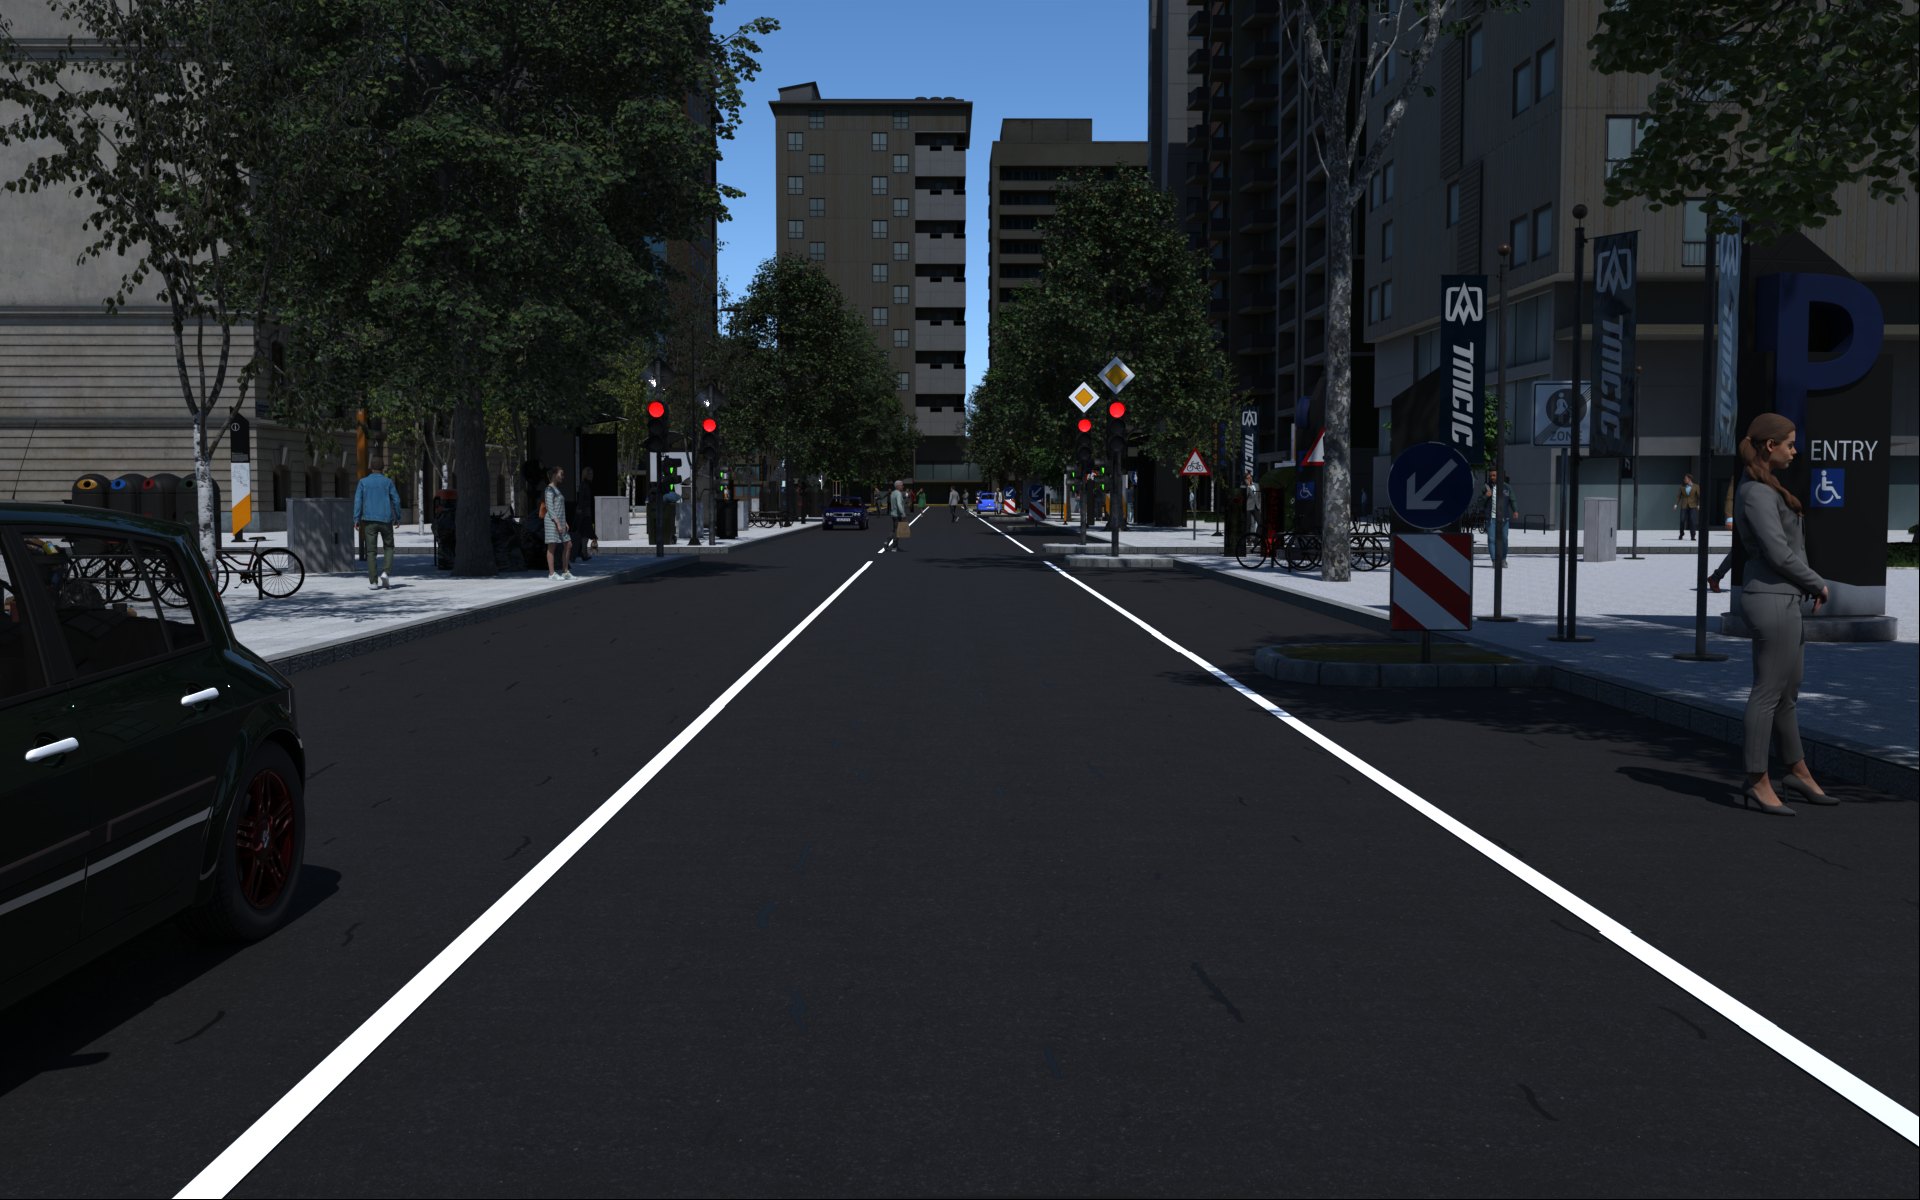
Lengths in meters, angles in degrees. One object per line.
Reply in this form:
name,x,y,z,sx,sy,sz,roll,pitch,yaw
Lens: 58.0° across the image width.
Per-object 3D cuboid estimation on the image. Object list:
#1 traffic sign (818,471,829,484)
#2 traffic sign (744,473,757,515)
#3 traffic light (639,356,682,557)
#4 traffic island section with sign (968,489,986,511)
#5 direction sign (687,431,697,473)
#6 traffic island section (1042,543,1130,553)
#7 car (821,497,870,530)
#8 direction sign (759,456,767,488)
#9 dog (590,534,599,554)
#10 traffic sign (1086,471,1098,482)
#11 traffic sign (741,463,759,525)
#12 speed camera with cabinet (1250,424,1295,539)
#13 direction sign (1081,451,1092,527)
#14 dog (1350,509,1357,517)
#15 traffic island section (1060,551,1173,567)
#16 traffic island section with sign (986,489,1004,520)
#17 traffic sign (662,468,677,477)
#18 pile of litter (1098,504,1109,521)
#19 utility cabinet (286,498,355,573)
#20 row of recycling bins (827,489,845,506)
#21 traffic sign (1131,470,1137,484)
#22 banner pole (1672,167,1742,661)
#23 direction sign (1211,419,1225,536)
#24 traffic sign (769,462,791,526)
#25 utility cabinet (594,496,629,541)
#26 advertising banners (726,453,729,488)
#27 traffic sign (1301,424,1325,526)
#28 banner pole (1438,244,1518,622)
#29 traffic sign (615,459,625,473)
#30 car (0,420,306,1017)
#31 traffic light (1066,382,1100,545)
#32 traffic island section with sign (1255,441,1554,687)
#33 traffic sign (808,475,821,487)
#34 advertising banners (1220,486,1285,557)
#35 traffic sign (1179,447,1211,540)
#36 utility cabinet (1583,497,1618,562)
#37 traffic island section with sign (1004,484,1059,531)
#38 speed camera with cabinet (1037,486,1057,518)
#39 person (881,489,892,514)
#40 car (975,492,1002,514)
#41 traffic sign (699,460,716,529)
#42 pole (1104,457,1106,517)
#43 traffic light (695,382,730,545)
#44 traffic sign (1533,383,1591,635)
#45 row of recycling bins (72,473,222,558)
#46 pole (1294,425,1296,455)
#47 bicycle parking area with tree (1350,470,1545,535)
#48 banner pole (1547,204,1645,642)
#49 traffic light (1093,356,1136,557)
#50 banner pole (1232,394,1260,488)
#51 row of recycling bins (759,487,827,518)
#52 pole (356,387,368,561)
traffic sign,-7.825,-5.998,97.808,0.795,2.593,0.064,0,4,4
traffic sign,-11.236,-5.667,92.765,0.768,2.556,0.104,0,4,0
traffic light,-6.105,-2.833,35.238,0.839,4.253,0.868,0,4,-1
traffic island section with sign,1.782,-10.025,172.537,1.989,1.847,2.006,0,4,-1
direction sign,-9.680,-4.306,62.404,0.379,3.537,0.876,1,4,17
traffic island section,3.114,-1.295,43.448,2.009,0.180,2.903,0,4,-1
car,-4.592,-3.494,69.713,1.945,1.354,3.894,0,4,0
direction sign,-11.639,-6.746,102.297,0.379,3.537,0.876,1,4,22
dog,-8.502,-1.285,40.291,0.540,0.507,0.406,3,4,38
traffic sign,7.163,-5.742,93.983,0.768,2.556,0.104,0,3,0
traffic sign,-8.757,-4.390,71.775,0.884,2.594,0.081,0,4,0
speed camera with cabinet,8.674,-3.339,48.935,2.038,3.252,0.660,3,4,36
direction sign,4.870,-4.623,67.582,0.379,3.537,0.876,-2,4,-32
dog,20.136,-4.427,89.211,0.540,0.507,0.406,1,4,9
traffic island section,3.196,-0.806,35.463,2.009,0.180,2.903,0,4,-1
traffic island section with sign,2.579,-5.283,94.999,1.989,1.847,2.006,0,4,-1
traffic sign,-8.933,-3.104,52.878,0.606,2.300,0.079,0,4,5
pile of litter,7.138,-4.148,81.790,1.176,0.858,1.719,-2,4,-29
utility cabinet,-10.462,-1.053,28.370,1.020,1.237,0.306,-3,5,-44
row of recycling bins,-8.754,-6.137,107.447,3.534,1.692,1.069,-2,4,-33
traffic sign,9.423,-5.608,91.797,0.768,2.556,0.104,0,4,7
banner pole,5.915,-1.437,13.514,0.401,3.779,0.863,3,5,44
direction sign,7.836,-3.706,52.598,0.379,3.537,0.876,2,4,34
traffic sign,-7.297,-4.286,70.082,0.884,2.594,0.081,0,4,3
utility cabinet,-9.558,-2.229,47.610,0.306,1.237,1.020,2,4,35
advertising banners,-10.018,-4.710,73.197,0.090,3.025,2.074,0,4,8
traffic sign,6.759,-1.965,32.138,0.884,2.594,0.081,0,4,0
banner pole,5.214,-1.677,17.436,0.863,3.779,0.401,0,4,1
traffic sign,-11.209,-3.436,55.908,0.795,2.593,0.064,0,4,2
car,-3.103,0.340,4.221,2.009,1.686,4.222,0,4,1
traffic light,3.074,-3.328,43.333,0.839,4.253,0.868,0,4,-1
traffic island section with sign,3.428,-0.318,13.820,1.989,1.847,2.006,0,4,-1
traffic sign,-8.193,-5.924,96.869,0.884,2.594,0.081,1,4,9
advertising banners,6.328,-2.385,35.178,2.074,3.025,0.090,0,4,1
traffic sign,6.512,-2.938,48.040,0.884,2.594,0.081,0,4,2
utility cabinet,12.198,-1.334,32.968,0.306,1.237,1.020,3,5,39
traffic island section with sign,2.859,-3.634,68.045,1.989,1.847,2.006,0,4,-1
speed camera with cabinet,4.707,-6.115,94.317,0.660,3.252,2.038,1,4,22
person,-5.015,-7.042,123.781,1.348,1.807,0.705,0,4,6
car,2.056,-6.965,123.468,1.945,1.707,3.694,0,4,-1
traffic sign,-9.182,-3.862,63.144,0.884,2.594,0.081,1,4,9
pole,7.973,-6.147,94.344,0.158,3.312,0.155,0,3,0
traffic light,-6.187,-3.321,43.222,0.839,4.253,0.868,0,4,-1
traffic sign,5.481,-0.832,15.736,0.606,2.300,0.079,0,4,6
row of recycling bins,-16.225,-1.679,34.564,3.534,1.692,1.069,1,4,21
pole,9.978,-3.520,51.390,0.158,3.312,0.155,0,3,0
bicycle parking area with tree,15.001,-4.335,57.881,8.231,4.147,9.016,1,4,12
banner pole,5.461,-1.520,14.863,0.401,3.779,0.863,-2,4,-27
traffic light,3.156,-2.840,35.349,0.839,4.253,0.868,0,4,-1
banner pole,7.081,-3.261,43.336,0.863,3.779,0.401,0,4,-5
row of recycling bins,-9.269,-5.382,95.111,3.534,1.692,1.069,-1,4,-16
pole,-11.450,-2.408,33.219,0.158,3.312,0.155,0,3,0
